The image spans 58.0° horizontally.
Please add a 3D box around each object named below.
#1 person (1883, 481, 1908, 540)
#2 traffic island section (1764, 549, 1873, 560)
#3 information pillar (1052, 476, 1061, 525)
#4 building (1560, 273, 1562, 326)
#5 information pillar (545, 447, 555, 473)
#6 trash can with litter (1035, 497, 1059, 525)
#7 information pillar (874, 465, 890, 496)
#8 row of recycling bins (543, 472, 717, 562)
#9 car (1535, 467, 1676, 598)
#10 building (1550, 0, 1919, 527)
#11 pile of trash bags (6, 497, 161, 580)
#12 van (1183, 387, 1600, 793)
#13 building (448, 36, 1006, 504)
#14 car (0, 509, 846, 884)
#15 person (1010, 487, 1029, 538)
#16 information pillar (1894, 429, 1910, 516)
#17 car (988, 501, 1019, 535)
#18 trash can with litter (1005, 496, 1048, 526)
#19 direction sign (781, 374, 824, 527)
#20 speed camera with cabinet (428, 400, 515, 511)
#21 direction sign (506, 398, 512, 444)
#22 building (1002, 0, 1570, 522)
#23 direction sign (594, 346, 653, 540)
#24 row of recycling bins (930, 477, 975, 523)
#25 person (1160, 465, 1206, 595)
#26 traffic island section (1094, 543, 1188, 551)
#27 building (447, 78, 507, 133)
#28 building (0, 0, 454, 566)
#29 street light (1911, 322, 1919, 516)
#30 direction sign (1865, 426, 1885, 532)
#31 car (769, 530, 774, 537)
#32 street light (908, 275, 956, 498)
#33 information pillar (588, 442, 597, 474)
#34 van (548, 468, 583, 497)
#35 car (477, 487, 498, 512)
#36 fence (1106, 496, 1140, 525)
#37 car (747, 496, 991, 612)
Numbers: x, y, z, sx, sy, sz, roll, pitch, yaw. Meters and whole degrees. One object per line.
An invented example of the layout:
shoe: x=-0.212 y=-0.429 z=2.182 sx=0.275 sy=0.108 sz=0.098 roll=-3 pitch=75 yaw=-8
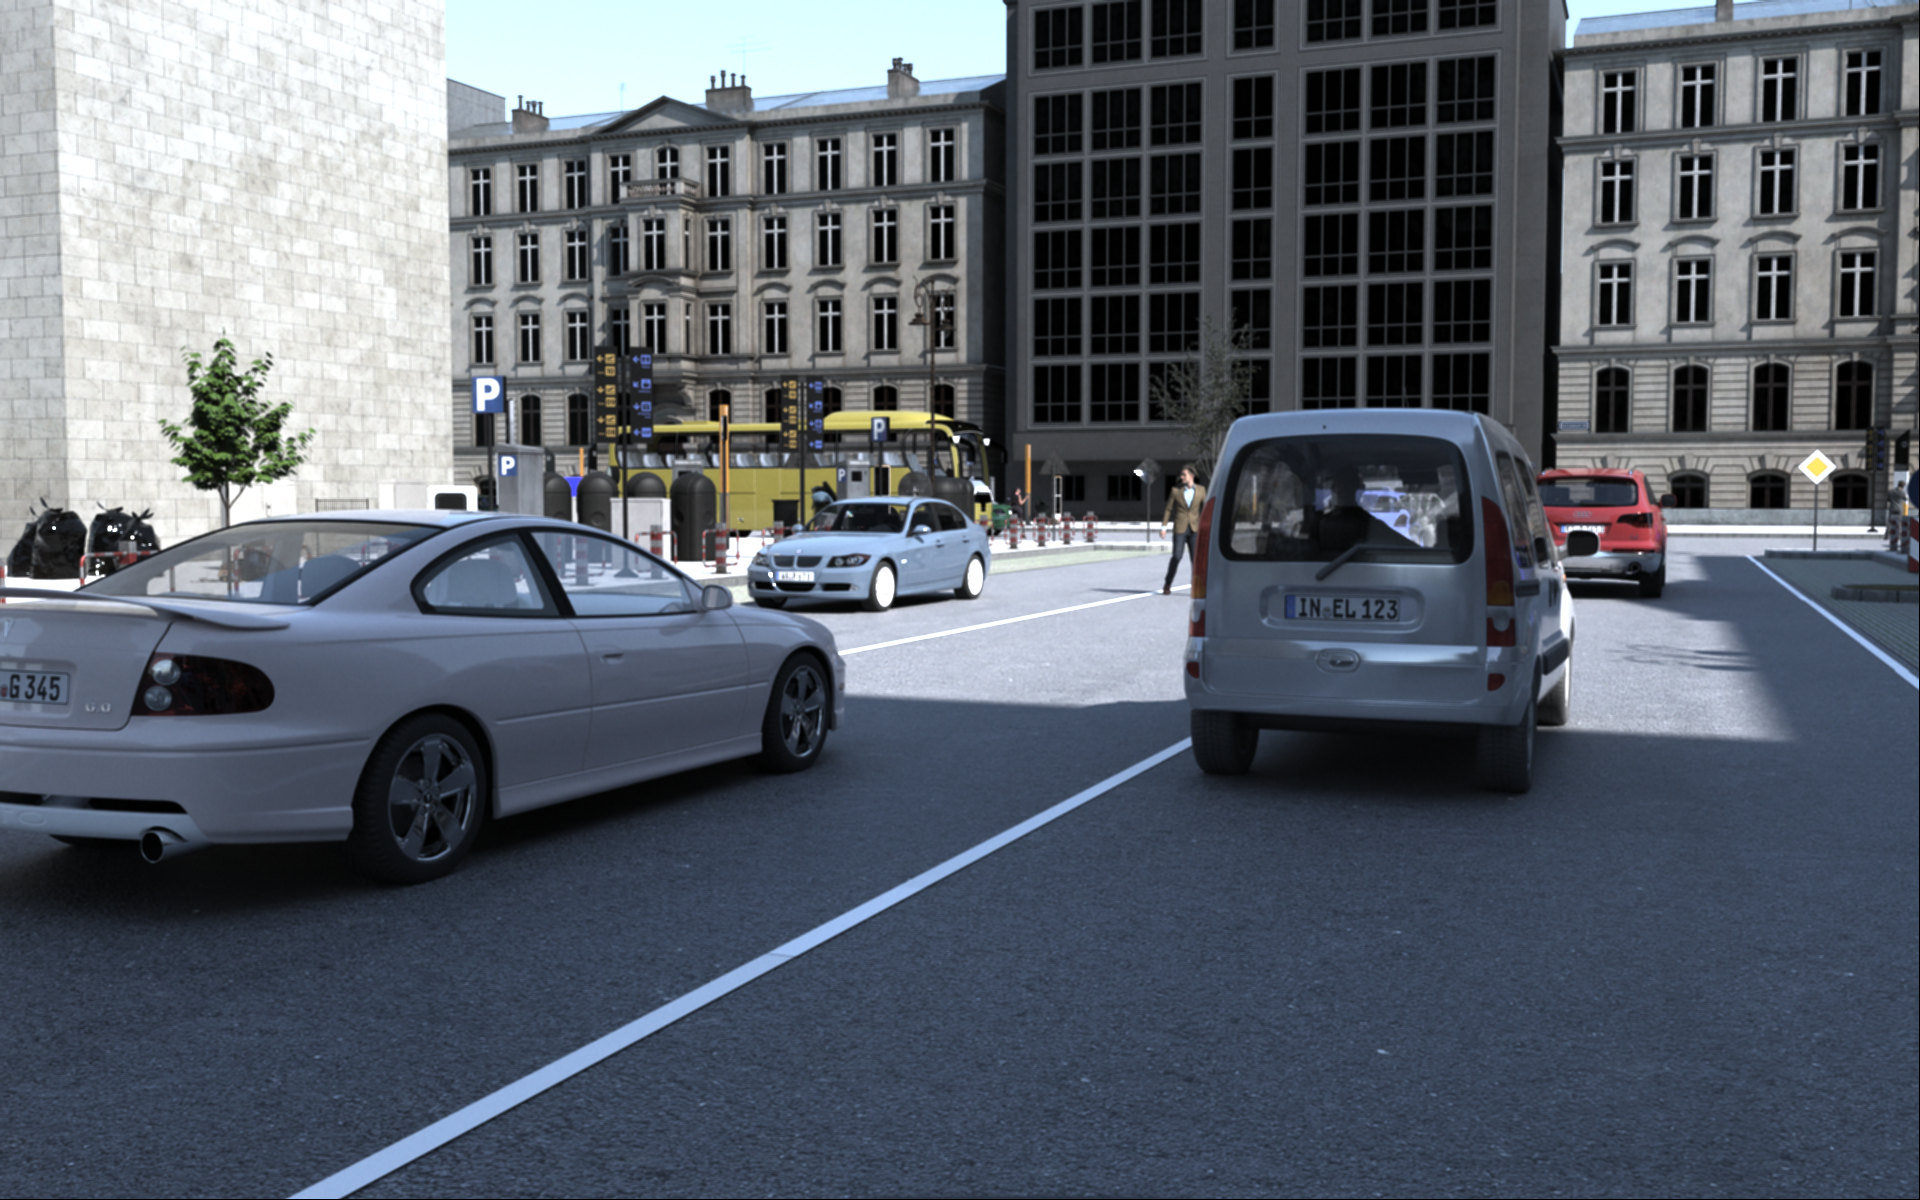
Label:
person: x=29.208 y=-2.799 z=54.068 sx=0.655 sy=1.846 sz=0.447 roll=3 pitch=5 yaw=42
traffic island section: x=19.246 y=-1.020 z=38.964 sx=2.009 sy=0.180 sz=2.903 roll=1 pitch=4 yaw=22
information pillar: x=4.024 y=-4.141 z=72.197 sx=0.304 sy=2.012 sz=0.304 roll=-2 pitch=4 yaw=-24
building: x=72.615 y=-27.980 z=229.175 sx=14.107 sy=30.474 sz=14.160 roll=1 pitch=4 yaw=22
information pillar: x=-20.386 y=-5.798 z=86.152 sx=0.504 sy=3.616 sz=0.183 roll=-2 pitch=4 yaw=-34
trash can with litter: x=3.609 y=-3.667 z=71.346 sx=1.055 sy=1.170 sz=0.624 roll=1 pitch=4 yaw=20
information pillar: x=-2.003 y=-2.449 z=44.541 sx=0.304 sy=2.012 sz=0.304 roll=-3 pitch=5 yaw=-40
row of recycling bins: x=-6.330 y=-1.556 z=32.561 sx=3.534 sy=1.692 sz=1.069 roll=-1 pitch=4 yaw=-21
car: x=9.397 y=-1.044 z=25.737 sx=2.281 sy=1.827 sz=5.304 roll=1 pitch=4 yaw=23
building: x=42.529 y=-15.365 z=70.306 sx=34.723 sy=24.649 sz=14.460 roll=1 pitch=4 yaw=22
pile of trash bags: x=-14.118 y=-1.025 z=26.510 sx=3.447 sy=1.369 sz=1.912 roll=-2 pitch=4 yaw=-31
van: x=2.538 y=-0.174 z=9.858 sx=2.013 sy=2.044 sz=4.112 roll=1 pitch=4 yaw=23
building: x=-12.621 y=-16.721 z=92.466 sx=34.723 sy=24.649 sz=14.460 roll=1 pitch=4 yaw=22
car: x=-2.233 y=0.269 z=7.961 sx=2.083 sy=1.381 sz=4.827 roll=2 pitch=4 yaw=24
person: x=1.911 y=-2.813 z=55.960 sx=0.593 sy=1.643 sz=0.415 roll=0 pitch=4 yaw=-2
information pillar: x=33.982 y=-4.352 z=62.504 sx=0.183 sy=3.616 sz=0.504 roll=-3 pitch=4 yaw=-39
car: x=-0.407 y=-2.941 z=59.890 sx=4.920 sy=1.459 sz=2.131 roll=1 pitch=4 yaw=22
trash can with litter: x=2.415 y=-3.535 z=68.857 sx=2.233 sy=1.210 sz=1.678 roll=1 pitch=4 yaw=8
direction sign: x=-3.000 y=-2.510 z=33.029 sx=0.876 sy=3.537 sz=0.379 roll=-2 pitch=4 yaw=-30
speed camera with cabinet: x=-10.077 y=-2.564 z=36.260 sx=2.038 sy=3.252 sz=0.660 roll=-1 pitch=4 yaw=-15
direction sign: x=-10.778 y=-3.027 z=41.486 sx=0.379 sy=3.537 sz=0.876 roll=-2 pitch=4 yaw=-23
building: x=15.195 y=-17.580 z=80.936 sx=24.014 sy=27.812 sz=14.314 roll=1 pitch=4 yaw=22
direction sign: x=-5.161 y=-2.120 z=26.662 sx=0.876 sy=3.537 sz=0.379 roll=-1 pitch=4 yaw=-16
row of recycling bins: x=-0.193 y=-2.172 z=42.626 sx=1.069 sy=1.692 sz=3.534 roll=0 pitch=4 yaw=8
person: x=3.153 y=-0.979 z=24.416 sx=0.656 sy=1.842 sz=0.836 roll=-2 pitch=4 yaw=-34
traffic island section: x=4.850 y=-1.378 z=44.808 sx=2.009 sy=0.180 sz=2.903 roll=1 pitch=4 yaw=22
building: x=-38.460 y=-17.363 z=101.904 sx=19.932 sy=24.808 sz=12.078 roll=1 pitch=4 yaw=22
building: x=-21.405 y=-11.191 z=37.728 sx=16.860 sy=20.320 sz=10.420 roll=1 pitch=4 yaw=22
street light: x=20.746 y=-3.942 z=37.232 sx=0.468 sy=5.910 sz=1.993 roll=1 pitch=4 yaw=22
direction sign: x=30.685 y=-4.045 z=58.127 sx=0.379 sy=3.537 sz=0.876 roll=-1 pitch=4 yaw=-10
car: x=-4.545 y=-2.748 z=57.508 sx=3.894 sy=1.354 sz=1.945 roll=1 pitch=4 yaw=21
street light: x=-0.578 y=-3.912 z=36.746 sx=0.468 sy=5.910 sz=1.993 roll=1 pitch=4 yaw=22
information pillar: x=-16.215 y=-5.209 z=76.516 sx=0.183 sy=3.616 sz=0.504 roll=2 pitch=4 yaw=35
van: x=-13.669 y=-3.475 z=61.195 sx=5.245 sy=2.365 sz=2.240 roll=1 pitch=4 yaw=21
car: x=-17.541 y=-3.053 z=59.708 sx=4.222 sy=1.686 sz=2.009 roll=1 pitch=4 yaw=22
fence: x=6.897 y=-3.781 z=73.020 sx=0.480 sy=1.192 sz=2.264 roll=2 pitch=4 yaw=33
car: x=-1.081 y=-0.657 z=22.739 sx=2.014 sy=1.417 sz=4.499 roll=2 pitch=4 yaw=24
